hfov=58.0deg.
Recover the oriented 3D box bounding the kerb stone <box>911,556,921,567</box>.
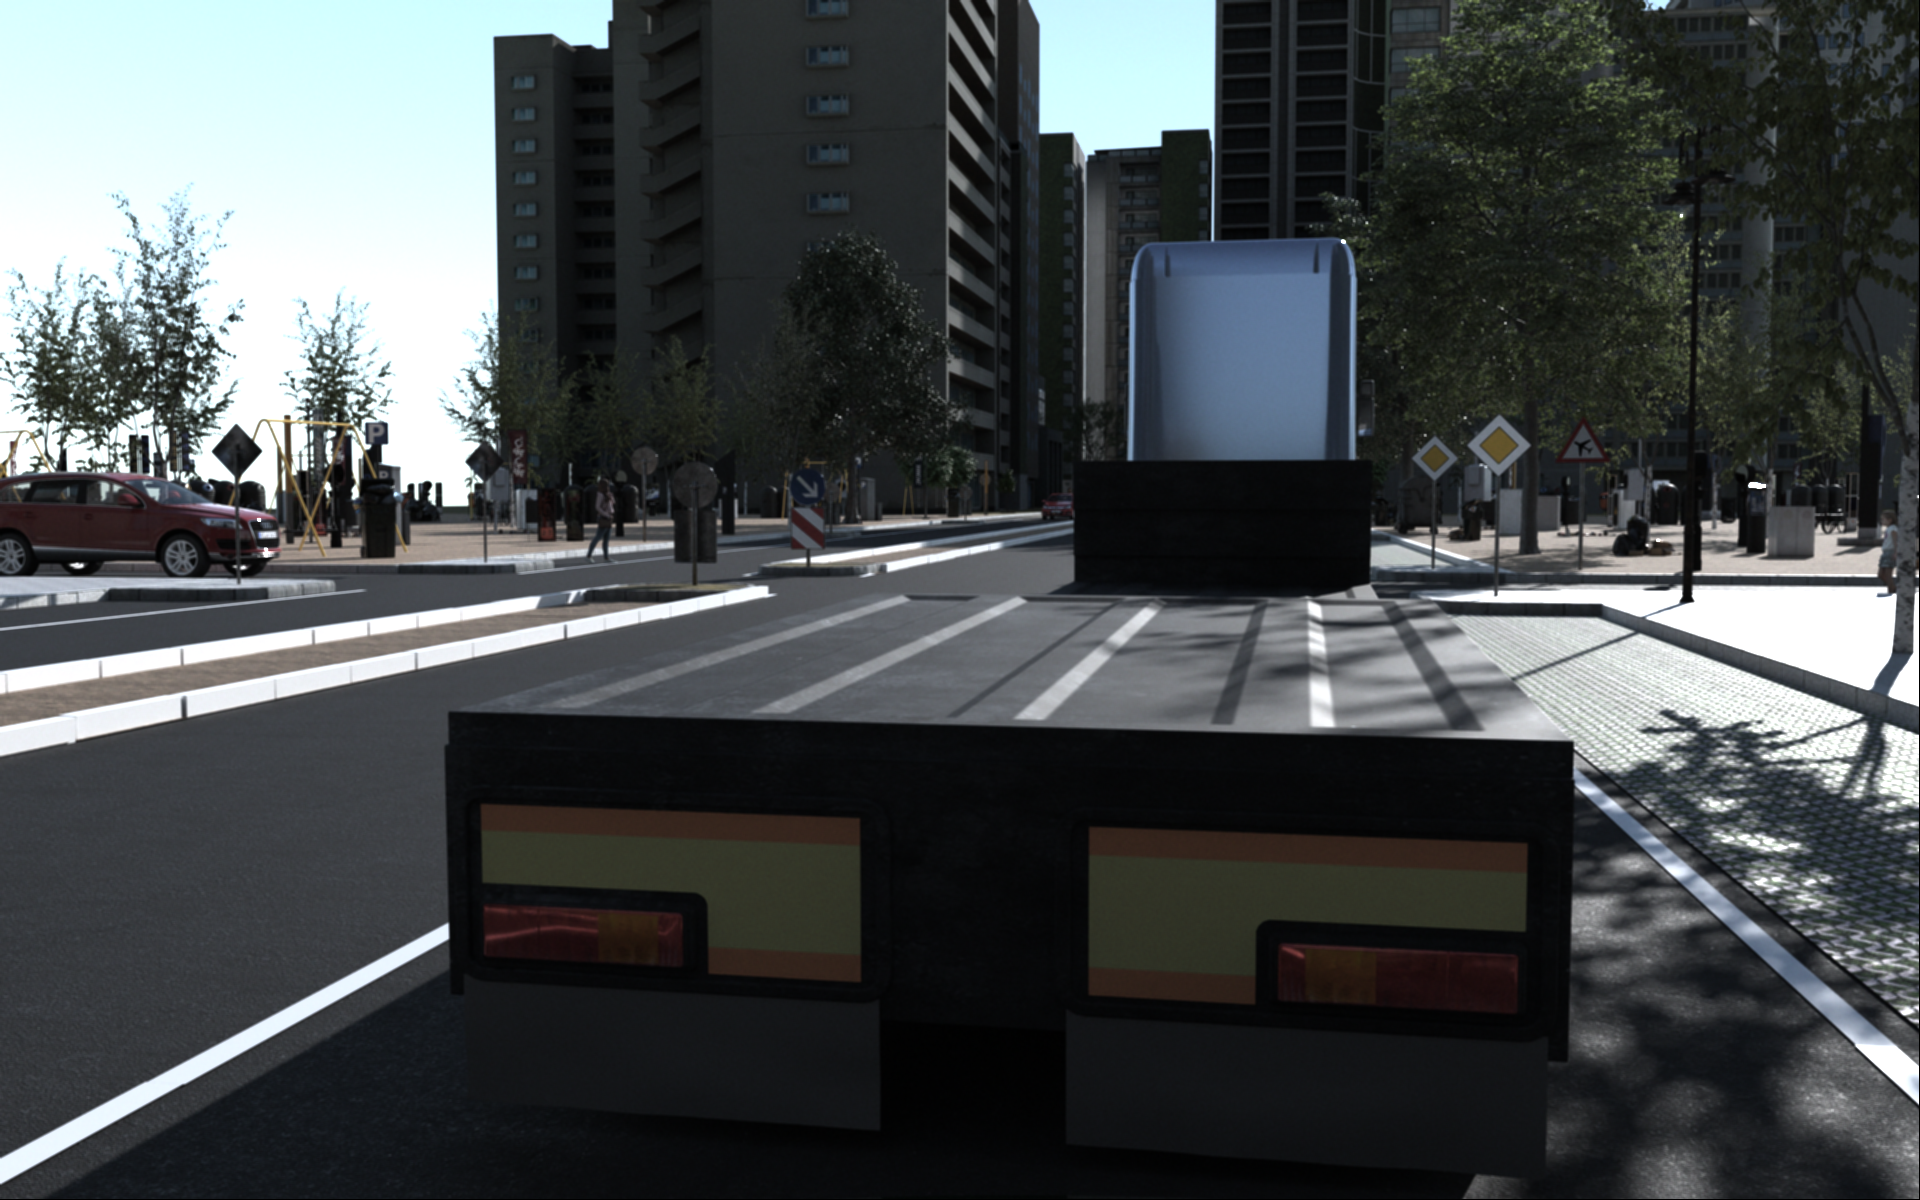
[{"bbox_3d":[-0.972,-0.741,34.314,0.120,0.150,1.000,1,4,10],"label":"kerb stone"}]

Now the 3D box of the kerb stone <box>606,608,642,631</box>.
[{"bbox_3d":[-3.683,0.219,18.613,0.120,0.150,1.000,1,4,10],"label":"kerb stone"}]

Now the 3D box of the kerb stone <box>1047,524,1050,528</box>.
[{"bbox_3d":[3.580,-3.103,73.046,0.120,0.150,1.000,1,4,10],"label":"kerb stone"}]

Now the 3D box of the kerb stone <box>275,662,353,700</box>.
[{"bbox_3d":[-4.731,0.590,12.550,0.120,0.150,1.000,1,4,10],"label":"kerb stone"}]

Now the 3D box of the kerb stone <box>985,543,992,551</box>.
[{"bbox_3d":[0.597,-1.292,43.407,0.120,0.150,1.000,1,4,10],"label":"kerb stone"}]

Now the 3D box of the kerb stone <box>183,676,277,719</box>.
[{"bbox_3d":[-4.901,0.652,11.539,0.120,0.150,1.000,1,4,10],"label":"kerb stone"}]

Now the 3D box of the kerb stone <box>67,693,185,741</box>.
[{"bbox_3d":[-5.089,0.713,10.534,0.120,0.150,1.000,1,4,10],"label":"kerb stone"}]

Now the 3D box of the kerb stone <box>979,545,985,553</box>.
[{"bbox_3d":[0.424,-1.236,42.400,0.120,0.150,1.000,1,4,10],"label":"kerb stone"}]

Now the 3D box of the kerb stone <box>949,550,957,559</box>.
[{"bbox_3d":[-0.269,-0.988,38.347,0.120,0.150,1.000,1,4,10],"label":"kerb stone"}]

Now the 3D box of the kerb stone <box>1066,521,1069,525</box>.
[{"bbox_3d":[4.814,-3.541,80.136,0.120,0.150,1.000,1,4,10],"label":"kerb stone"}]

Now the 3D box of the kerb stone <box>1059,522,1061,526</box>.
[{"bbox_3d":[4.286,-3.358,77.093,0.120,0.150,1.000,1,4,10],"label":"kerb stone"}]

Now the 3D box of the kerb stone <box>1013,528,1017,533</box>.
[{"bbox_3d":[1.841,-2.491,62.954,0.120,0.150,1.000,1,4,10],"label":"kerb stone"}]

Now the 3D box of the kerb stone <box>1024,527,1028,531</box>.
[{"bbox_3d":[2.371,-2.673,65.977,0.120,0.150,1.000,1,4,10],"label":"kerb stone"}]

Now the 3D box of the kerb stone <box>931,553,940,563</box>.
[{"bbox_3d":[-0.620,-0.864,36.328,0.120,0.150,1.000,1,4,10],"label":"kerb stone"}]

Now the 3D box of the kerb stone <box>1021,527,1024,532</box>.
[{"bbox_3d":[2.195,-2.616,64.970,0.120,0.150,1.000,1,4,10],"label":"kerb stone"}]

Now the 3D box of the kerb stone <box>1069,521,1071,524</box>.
[{"bbox_3d":[4.991,-3.606,81.149,0.120,0.150,1.000,1,4,10],"label":"kerb stone"}]

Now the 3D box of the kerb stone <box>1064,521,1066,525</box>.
[{"bbox_3d":[4.635,-3.481,79.112,0.120,0.150,1.000,1,4,10],"label":"kerb stone"}]

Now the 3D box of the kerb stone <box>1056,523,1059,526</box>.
[{"bbox_3d":[4.109,-3.296,76.080,0.120,0.150,1.000,1,4,10],"label":"kerb stone"}]

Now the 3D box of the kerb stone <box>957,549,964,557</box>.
[{"bbox_3d":[-0.107,-1.050,39.365,0.120,0.150,1.000,1,4,10],"label":"kerb stone"}]

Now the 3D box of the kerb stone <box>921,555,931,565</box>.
[{"bbox_3d":[-0.802,-0.803,35.322,0.120,0.150,1.000,1,4,10],"label":"kerb stone"}]

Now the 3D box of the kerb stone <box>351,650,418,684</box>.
[{"bbox_3d":[-4.560,0.532,13.557,0.120,0.150,1.000,1,4,10],"label":"kerb stone"}]

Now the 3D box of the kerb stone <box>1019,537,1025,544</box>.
[{"bbox_3d":[1.648,-1.668,49.467,0.120,0.150,1.000,1,4,10],"label":"kerb stone"}]

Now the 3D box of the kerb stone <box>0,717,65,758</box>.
[{"bbox_3d":[-5.250,0.781,9.515,0.120,0.150,1.000,1,4,10],"label":"kerb stone"}]

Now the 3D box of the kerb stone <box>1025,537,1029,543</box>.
[{"bbox_3d":[1.819,-1.730,50.488,0.120,0.150,1.000,1,4,10],"label":"kerb stone"}]

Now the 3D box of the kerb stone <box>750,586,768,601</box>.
[{"bbox_3d":[-2.817,-0.088,23.659,0.120,0.150,1.000,1,4,10],"label":"kerb stone"}]

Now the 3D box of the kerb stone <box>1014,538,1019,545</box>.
[{"bbox_3d":[1.462,-1.606,48.451,0.120,0.150,1.000,1,4,10],"label":"kerb stone"}]

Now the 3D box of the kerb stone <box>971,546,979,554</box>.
[{"bbox_3d":[0.254,-1.174,41.390,0.120,0.150,1.000,1,4,10],"label":"kerb stone"}]

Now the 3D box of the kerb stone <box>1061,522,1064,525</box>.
[{"bbox_3d":[4.454,-3.412,78.107,0.120,0.150,1.000,1,4,10],"label":"kerb stone"}]

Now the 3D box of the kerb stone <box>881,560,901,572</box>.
[{"bbox_3d":[-1.315,-0.617,32.287,0.120,0.150,1.000,1,4,10],"label":"kerb stone"}]

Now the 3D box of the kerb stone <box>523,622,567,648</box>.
[{"bbox_3d":[-4.043,0.343,16.586,0.120,0.150,1.000,1,4,10],"label":"kerb stone"}]

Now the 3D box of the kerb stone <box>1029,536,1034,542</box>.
[{"bbox_3d":[1.991,-1.789,51.495,0.120,0.150,1.000,1,4,10],"label":"kerb stone"}]

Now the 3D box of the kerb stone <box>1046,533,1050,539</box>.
[{"bbox_3d":[2.698,-2.039,55.533,0.120,0.150,1.000,1,4,10],"label":"kerb stone"}]

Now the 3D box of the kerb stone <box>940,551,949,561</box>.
[{"bbox_3d":[-0.441,-0.918,37.339,0.120,0.150,1.000,1,4,10],"label":"kerb stone"}]

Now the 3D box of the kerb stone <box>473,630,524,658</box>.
[{"bbox_3d":[-4.208,0.408,15.577,0.120,0.150,1.000,1,4,10],"label":"kerb stone"}]

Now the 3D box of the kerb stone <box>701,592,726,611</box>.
[{"bbox_3d":[-3.162,0.034,21.638,0.120,0.150,1.000,1,4,10],"label":"kerb stone"}]

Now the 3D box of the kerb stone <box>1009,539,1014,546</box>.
[{"bbox_3d":[1.294,-1.544,47.442,0.120,0.150,1.000,1,4,10],"label":"kerb stone"}]

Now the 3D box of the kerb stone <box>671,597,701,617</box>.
[{"bbox_3d":[-3.334,0.096,20.631,0.120,0.150,1.000,1,4,10],"label":"kerb stone"}]

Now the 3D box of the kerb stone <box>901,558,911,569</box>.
[{"bbox_3d":[-1.144,-0.676,33.295,0.120,0.150,1.000,1,4,10],"label":"kerb stone"}]

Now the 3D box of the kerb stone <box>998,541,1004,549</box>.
[{"bbox_3d":[0.951,-1.419,45.424,0.120,0.150,1.000,1,4,10],"label":"kerb stone"}]

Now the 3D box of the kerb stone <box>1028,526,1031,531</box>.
[{"bbox_3d":[2.542,-2.740,66.994,0.120,0.150,1.000,1,4,10],"label":"kerb stone"}]

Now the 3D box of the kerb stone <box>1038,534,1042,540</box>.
[{"bbox_3d":[2.347,-1.913,53.519,0.120,0.150,1.000,1,4,10],"label":"kerb stone"}]

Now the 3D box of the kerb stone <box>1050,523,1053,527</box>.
[{"bbox_3d":[3.761,-3.167,74.061,0.120,0.150,1.000,1,4,10],"label":"kerb stone"}]

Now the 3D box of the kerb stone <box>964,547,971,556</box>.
[{"bbox_3d":[0.068,-1.107,40.375,0.120,0.150,1.000,1,4,10],"label":"kerb stone"}]

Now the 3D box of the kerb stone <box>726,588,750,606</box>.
[{"bbox_3d":[-2.985,-0.028,22.651,0.120,0.150,1.000,1,4,10],"label":"kerb stone"}]

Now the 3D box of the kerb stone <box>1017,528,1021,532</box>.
[{"bbox_3d":[2.016,-2.555,63.963,0.120,0.150,1.000,1,4,10],"label":"kerb stone"}]

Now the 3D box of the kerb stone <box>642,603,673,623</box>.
[{"bbox_3d":[-3.508,0.158,19.624,0.120,0.150,1.000,1,4,10],"label":"kerb stone"}]

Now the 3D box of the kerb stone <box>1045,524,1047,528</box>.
[{"bbox_3d":[3.409,-3.047,72.038,0.120,0.150,1.000,1,4,10],"label":"kerb stone"}]

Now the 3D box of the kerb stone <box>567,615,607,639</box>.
[{"bbox_3d":[-3.855,0.281,17.599,0.120,0.150,1.000,1,4,10],"label":"kerb stone"}]

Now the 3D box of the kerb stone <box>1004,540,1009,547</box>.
[{"bbox_3d":[1.120,-1.482,46.433,0.120,0.150,1.000,1,4,10],"label":"kerb stone"}]

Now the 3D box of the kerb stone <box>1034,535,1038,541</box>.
[{"bbox_3d":[2.173,-1.854,52.506,0.120,0.150,1.000,1,4,10],"label":"kerb stone"}]

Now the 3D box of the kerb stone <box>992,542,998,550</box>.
[{"bbox_3d":[0.782,-1.359,44.416,0.120,0.150,1.000,1,4,10],"label":"kerb stone"}]

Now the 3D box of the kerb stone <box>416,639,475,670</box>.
[{"bbox_3d":[-4.380,0.466,14.569,0.120,0.150,1.000,1,4,10],"label":"kerb stone"}]

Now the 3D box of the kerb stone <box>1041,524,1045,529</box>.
[{"bbox_3d":[3.243,-2.987,71.028,0.120,0.150,1.000,1,4,10],"label":"kerb stone"}]

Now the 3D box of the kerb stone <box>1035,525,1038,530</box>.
[{"bbox_3d":[2.887,-2.864,69.015,0.120,0.150,1.000,1,4,10],"label":"kerb stone"}]

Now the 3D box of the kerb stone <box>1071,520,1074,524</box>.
[{"bbox_3d":[5.153,-3.667,82.158,0.120,0.150,1.000,1,4,10],"label":"kerb stone"}]

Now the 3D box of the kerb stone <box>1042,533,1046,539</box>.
[{"bbox_3d":[2.519,-1.976,54.527,0.120,0.150,1.000,1,4,10],"label":"kerb stone"}]

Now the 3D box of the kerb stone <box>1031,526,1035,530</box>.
[{"bbox_3d":[2.718,-2.797,68.007,0.120,0.150,1.000,1,4,10],"label":"kerb stone"}]

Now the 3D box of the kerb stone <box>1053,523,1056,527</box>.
[{"bbox_3d":[3.932,-3.234,75.073,0.120,0.150,1.000,1,4,10],"label":"kerb stone"}]

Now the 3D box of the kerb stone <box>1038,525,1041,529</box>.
[{"bbox_3d":[3.057,-2.924,70.023,0.120,0.150,1.000,1,4,10],"label":"kerb stone"}]
